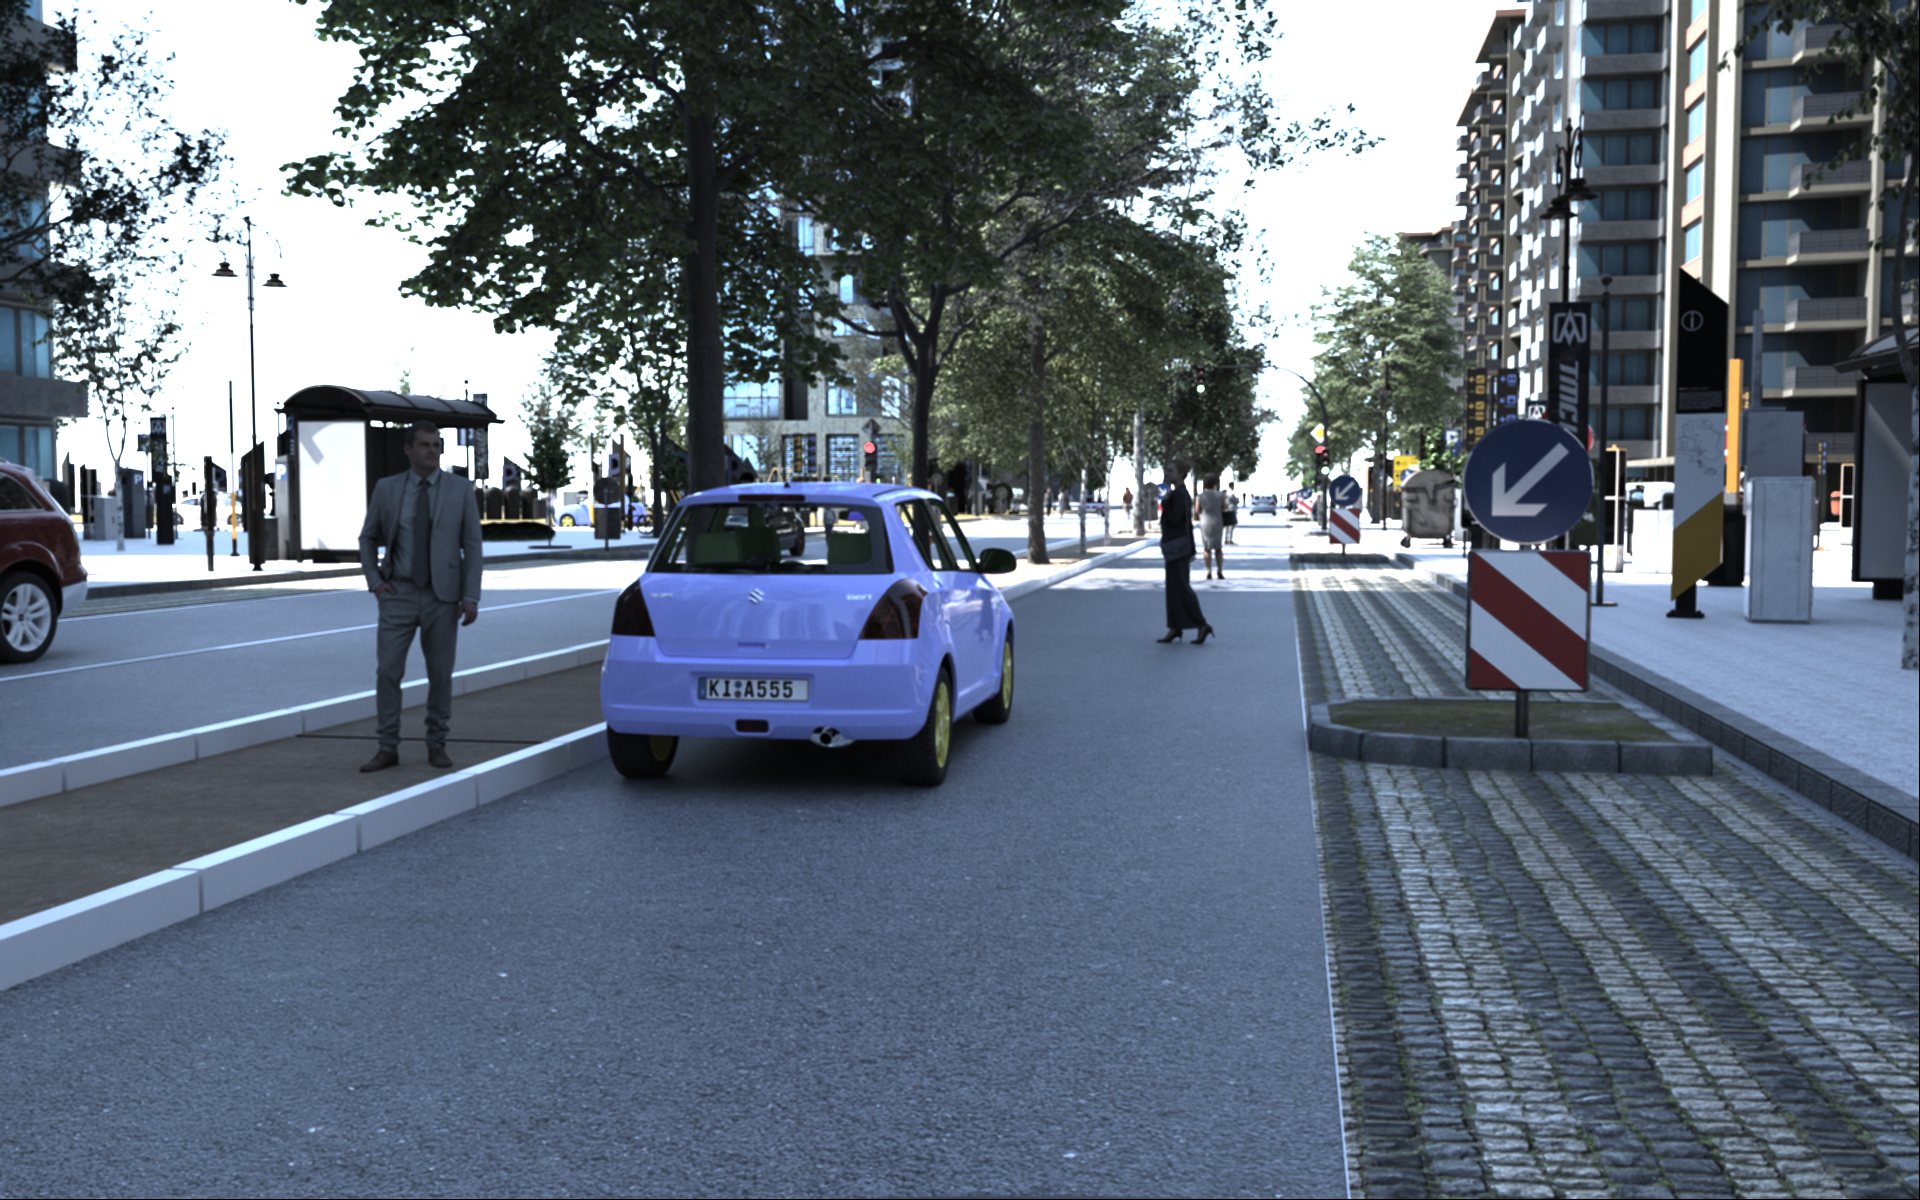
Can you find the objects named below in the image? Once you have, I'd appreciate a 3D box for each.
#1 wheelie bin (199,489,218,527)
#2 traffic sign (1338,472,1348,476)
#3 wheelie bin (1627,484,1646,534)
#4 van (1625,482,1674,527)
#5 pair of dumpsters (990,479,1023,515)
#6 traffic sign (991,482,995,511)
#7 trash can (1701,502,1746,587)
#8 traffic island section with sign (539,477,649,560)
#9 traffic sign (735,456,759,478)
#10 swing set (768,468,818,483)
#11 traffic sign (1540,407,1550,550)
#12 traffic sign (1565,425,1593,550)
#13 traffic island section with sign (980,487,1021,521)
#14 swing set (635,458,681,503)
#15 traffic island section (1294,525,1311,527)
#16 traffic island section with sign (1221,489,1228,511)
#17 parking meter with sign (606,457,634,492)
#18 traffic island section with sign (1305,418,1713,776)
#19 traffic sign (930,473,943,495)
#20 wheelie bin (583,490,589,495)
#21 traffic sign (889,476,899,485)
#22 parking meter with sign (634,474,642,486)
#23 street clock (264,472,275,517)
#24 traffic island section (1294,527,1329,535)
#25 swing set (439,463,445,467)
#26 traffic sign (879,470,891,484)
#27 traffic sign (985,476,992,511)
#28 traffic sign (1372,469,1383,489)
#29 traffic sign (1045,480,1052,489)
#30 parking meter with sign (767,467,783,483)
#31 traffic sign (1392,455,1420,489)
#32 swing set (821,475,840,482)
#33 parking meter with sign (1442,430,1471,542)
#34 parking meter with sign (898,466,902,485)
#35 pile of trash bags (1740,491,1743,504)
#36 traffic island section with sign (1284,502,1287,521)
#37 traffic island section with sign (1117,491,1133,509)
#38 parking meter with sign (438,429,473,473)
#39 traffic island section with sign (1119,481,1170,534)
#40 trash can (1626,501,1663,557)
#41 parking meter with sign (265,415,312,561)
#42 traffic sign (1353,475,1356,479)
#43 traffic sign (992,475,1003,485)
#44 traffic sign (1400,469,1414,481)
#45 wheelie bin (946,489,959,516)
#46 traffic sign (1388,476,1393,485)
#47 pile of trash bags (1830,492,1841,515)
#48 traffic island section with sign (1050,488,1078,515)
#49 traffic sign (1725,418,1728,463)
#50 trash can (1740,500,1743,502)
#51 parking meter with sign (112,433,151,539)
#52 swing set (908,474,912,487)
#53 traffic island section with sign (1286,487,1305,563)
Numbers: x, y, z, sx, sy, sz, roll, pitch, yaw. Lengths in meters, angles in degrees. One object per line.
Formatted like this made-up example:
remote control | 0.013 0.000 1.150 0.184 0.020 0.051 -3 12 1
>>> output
wheelie bin | -29.148 -3.627 67.205 0.693 1.594 0.980 -2 4 -26
traffic sign | 21.790 -6.010 98.375 0.768 2.556 0.104 1 4 12
wheelie bin | 21.874 -2.927 55.764 0.693 1.594 0.980 0 4 1
van | 23.680 -3.384 62.333 4.112 2.044 2.013 1 4 12
pair of dumpsters | 2.905 -6.493 108.646 1.574 2.255 4.437 1 4 10
traffic sign | 2.514 -7.559 124.771 0.795 2.450 0.064 1 4 17
trash can | 10.691 -0.766 24.178 0.748 1.137 0.748 0 3 0
traffic island section with sign | -8.031 -1.825 38.469 1.989 1.847 2.006 1 4 11
traffic sign | -7.221 -3.592 58.728 0.884 2.594 0.081 1 4 15
swing set | -10.583 -6.554 104.776 2.862 2.851 3.119 1 4 16
traffic sign | 8.404 -1.512 24.718 0.884 2.594 0.081 1 4 12
traffic sign | 9.889 -1.720 28.220 0.768 2.556 0.104 1 4 13
traffic island section with sign | 2.222 -5.187 93.443 1.989 1.847 2.006 1 4 11
swing set | -13.392 -4.836 76.696 2.862 2.851 3.119 0 4 -4
traffic island section | 14.298 -2.846 68.813 2.009 0.180 2.903 1 4 11
traffic island section with sign | 21.905 -8.278 143.484 2.006 1.907 1.989 1 4 11
parking meter with sign | -16.393 -5.217 81.562 1.738 3.016 0.543 1 4 17
traffic island section with sign | 3.002 -0.074 9.840 1.989 1.847 2.006 1 4 11
traffic sign | -1.456 -6.524 106.780 0.768 2.556 0.104 1 4 12
wheelie bin | -31.167 -8.393 145.134 0.980 1.594 0.693 -2 4 -23
traffic sign | -3.661 -5.731 95.830 0.606 2.300 0.079 1 4 11
parking meter with sign | -27.939 -9.273 147.867 0.543 3.016 1.738 2 4 35
street clock | -22.221 -3.148 56.045 0.358 2.002 0.471 2 4 34
traffic island section | 12.835 -2.366 60.963 2.009 0.180 2.903 1 4 11
swing set | -26.744 -5.401 85.922 2.862 2.851 3.119 2 4 27
traffic sign | -4.205 -5.789 94.661 0.884 2.594 0.081 1 4 15
traffic sign | 1.918 -7.466 122.073 0.884 2.594 0.081 1 4 15
traffic sign | 21.393 -5.395 88.315 0.768 2.556 0.104 1 4 17
traffic sign | 6.526 -7.751 128.853 0.606 2.300 0.079 1 4 12
parking meter with sign | -12.307 -7.178 113.614 0.543 3.016 1.738 -3 5 -42
traffic sign | 23.469 -5.838 89.327 2.265 3.308 0.079 1 4 14
swing set | -11.269 -8.933 143.679 2.862 2.851 3.119 3 4 37
parking meter with sign | 13.549 -3.059 46.272 0.543 3.016 1.738 -1 4 -15
parking meter with sign | -4.552 -6.849 108.246 1.738 3.016 0.543 1 4 12
pile of trash bags | 21.648 -2.489 50.444 3.447 1.369 1.912 -2 4 -25
traffic island section with sign | 18.119 -5.043 91.081 1.989 1.847 2.006 1 4 11
traffic island section with sign | 16.399 -9.842 169.543 1.989 1.847 2.006 1 4 11
parking meter with sign | -12.924 -2.956 44.599 0.543 3.016 1.738 -2 4 -33
traffic island section with sign | 6.785 -3.315 62.330 2.006 1.907 1.989 1 4 11
trash can | 13.958 -1.454 35.427 0.748 1.137 0.748 0 3 0
parking meter with sign | -13.041 -2.301 33.890 0.543 3.016 1.738 2 4 27
traffic sign | 27.083 -7.294 119.254 0.884 2.594 0.081 1 4 16
traffic sign | 2.431 -6.884 112.666 0.768 2.556 0.104 1 4 14
traffic sign | 22.769 -5.382 88.094 0.768 2.556 0.104 1 4 18
wheelie bin | -0.467 -5.687 100.890 0.693 1.594 0.980 -1 4 -11
traffic sign | 23.827 -5.858 96.960 0.795 2.450 0.064 1 4 15
pile of trash bags | 50.777 -5.553 100.547 1.912 1.369 3.447 -2 4 -26
traffic island section with sign | 7.234 -6.835 120.384 1.989 1.847 2.006 1 4 11
traffic sign | 12.621 -1.759 28.861 0.768 2.556 0.104 1 4 17
trash can | 19.904 -2.030 44.842 0.748 1.137 0.748 0 3 0
parking meter with sign | -24.045 -3.309 50.355 1.738 3.016 0.543 3 4 36
swing set | -3.110 -9.156 147.315 3.119 2.851 2.862 1 4 16
traffic island section with sign | 7.930 -1.695 36.342 1.989 1.847 2.006 1 4 11
